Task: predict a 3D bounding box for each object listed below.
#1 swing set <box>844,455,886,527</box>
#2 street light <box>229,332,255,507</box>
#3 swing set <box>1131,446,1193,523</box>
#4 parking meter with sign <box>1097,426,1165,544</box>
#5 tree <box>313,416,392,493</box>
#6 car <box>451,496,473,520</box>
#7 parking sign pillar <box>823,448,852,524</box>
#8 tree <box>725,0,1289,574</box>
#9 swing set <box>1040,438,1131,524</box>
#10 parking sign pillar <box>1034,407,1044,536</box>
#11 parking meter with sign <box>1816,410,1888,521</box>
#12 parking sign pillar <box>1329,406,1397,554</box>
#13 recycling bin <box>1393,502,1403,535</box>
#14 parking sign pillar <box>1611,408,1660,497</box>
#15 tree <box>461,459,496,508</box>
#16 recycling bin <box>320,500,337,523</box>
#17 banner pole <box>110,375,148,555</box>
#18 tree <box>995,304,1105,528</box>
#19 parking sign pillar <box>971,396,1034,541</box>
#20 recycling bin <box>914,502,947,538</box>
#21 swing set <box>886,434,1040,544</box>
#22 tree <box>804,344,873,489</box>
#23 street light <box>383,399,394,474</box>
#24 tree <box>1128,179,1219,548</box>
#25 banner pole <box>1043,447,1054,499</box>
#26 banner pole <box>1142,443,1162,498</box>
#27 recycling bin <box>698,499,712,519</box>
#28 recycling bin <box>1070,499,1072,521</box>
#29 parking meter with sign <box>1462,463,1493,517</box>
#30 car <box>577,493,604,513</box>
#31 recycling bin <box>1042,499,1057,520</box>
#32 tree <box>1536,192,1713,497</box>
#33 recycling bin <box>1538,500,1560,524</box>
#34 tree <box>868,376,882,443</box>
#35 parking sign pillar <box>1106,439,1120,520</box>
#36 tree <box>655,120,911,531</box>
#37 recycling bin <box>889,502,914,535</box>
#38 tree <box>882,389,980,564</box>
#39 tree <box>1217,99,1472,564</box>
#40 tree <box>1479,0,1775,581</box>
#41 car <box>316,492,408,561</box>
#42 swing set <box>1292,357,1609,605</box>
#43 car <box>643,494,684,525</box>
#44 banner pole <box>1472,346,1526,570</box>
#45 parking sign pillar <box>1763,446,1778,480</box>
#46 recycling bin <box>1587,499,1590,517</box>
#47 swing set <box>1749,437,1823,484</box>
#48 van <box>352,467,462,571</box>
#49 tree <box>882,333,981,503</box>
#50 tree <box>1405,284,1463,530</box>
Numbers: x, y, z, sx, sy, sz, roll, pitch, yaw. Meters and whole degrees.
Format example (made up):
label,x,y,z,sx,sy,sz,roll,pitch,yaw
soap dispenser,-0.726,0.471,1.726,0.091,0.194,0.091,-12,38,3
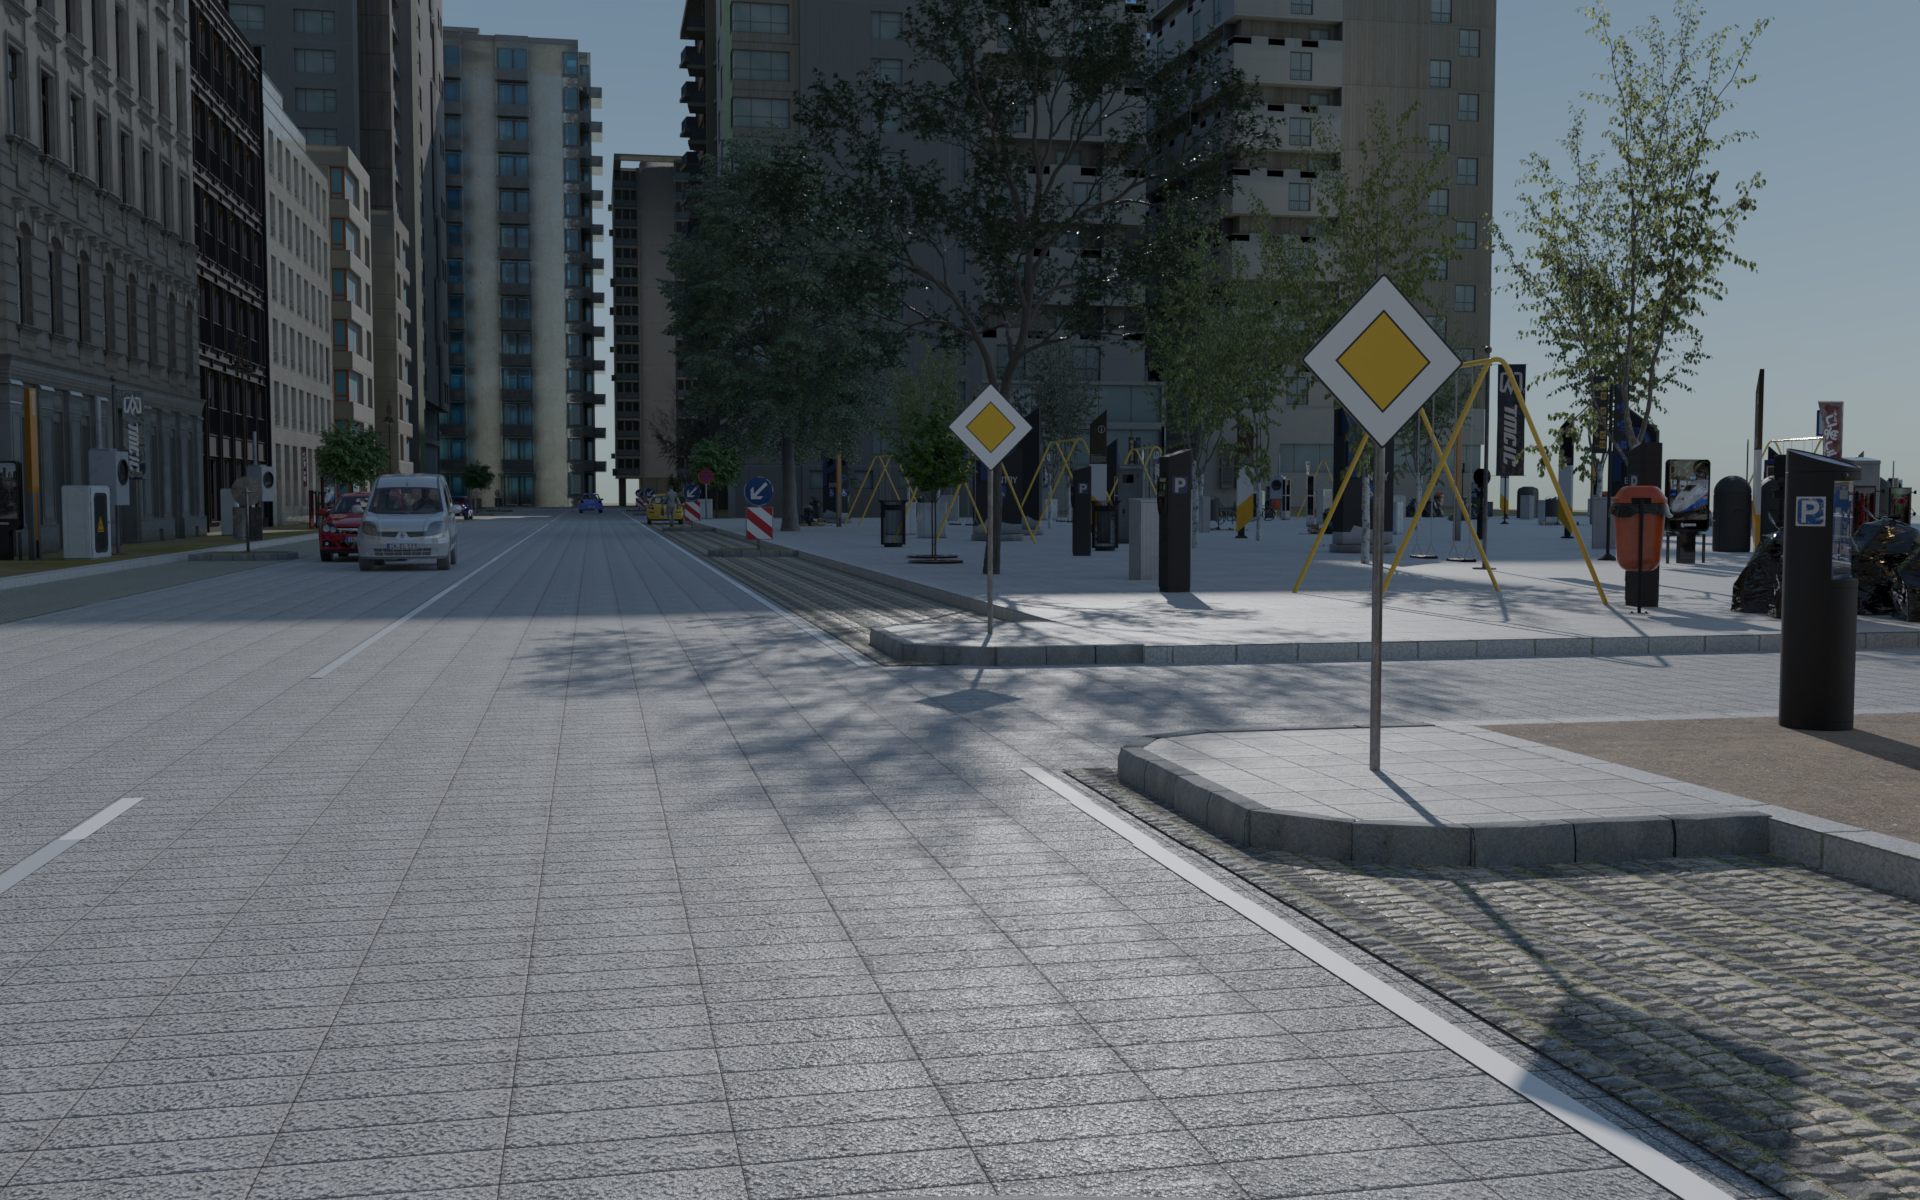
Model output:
label,x,y,z,sx,sy,sz,roll,pitch,yaw
swing set,-3.041,-4.412,69.749,2.862,2.851,3.119,-1,4,-15
street light,-20.458,-4.690,49.468,0.468,5.910,1.993,-1,4,-12
swing set,6.208,-3.692,57.992,2.862,2.851,3.119,-1,4,-9
parking meter with sign,4.419,-2.969,44.802,1.738,3.016,0.543,1,4,9
tree,-25.485,-5.431,72.511,4.285,4.588,4.351,0,3,0
car,-28.217,-5.146,96.722,1.945,1.354,3.894,-1,4,-11
parking sign pillar,-5.462,-5.341,75.802,1.447,3.967,1.447,-3,5,-40
tree,0.524,-5.669,27.098,8.767,10.594,7.601,0,4,-7
swing set,3.032,-3.207,50.062,2.862,2.851,3.119,-1,4,-12
parking sign pillar,1.892,-4.011,54.054,1.447,3.967,1.447,1,4,16
parking meter with sign,18.629,-2.420,35.823,1.738,3.016,0.543,-1,4,-11
parking sign pillar,8.841,-3.025,37.923,1.447,3.967,1.447,-1,4,-21
recycling bin,13.646,-2.600,55.071,0.722,1.027,0.722,2,4,30
parking sign pillar,19.416,-3.754,49.850,1.447,3.967,1.447,-2,4,-34
tree,-45.220,-10.929,162.401,4.285,4.588,4.351,0,3,0
recycling bin,-27.345,-3.836,75.272,0.722,1.027,0.722,-2,4,-35
banner pole,-17.682,-2.859,36.761,0.401,3.779,0.863,3,5,42
tree,3.244,-6.959,64.146,4.360,8.622,3.978,0,3,0
parking sign pillar,1.027,-3.617,47.602,1.447,3.967,1.447,-1,4,-17
recycling bin,-0.820,-2.320,50.486,0.722,1.027,0.722,-1,4,-18
swing set,0.034,-2.893,44.921,2.862,2.851,3.119,-2,4,-23
tree,-6.173,-7.970,80.669,4.360,8.622,3.978,0,3,0
street light,-27.844,-6.839,84.600,0.468,5.910,1.993,-1,4,-12
tree,5.646,-5.517,40.558,4.737,8.622,4.395,0,3,0
banner pole,4.685,-6.154,90.630,0.863,3.779,0.401,-2,4,-24
banner pole,9.459,-5.771,84.380,0.863,3.779,0.401,-1,4,-9
recycling bin,-12.995,-4.629,88.238,0.722,1.027,0.722,-1,4,-10
recycling bin,5.617,-4.254,82.113,0.722,1.027,0.722,1,4,19
parking meter with sign,29.153,-6.200,97.632,1.738,3.016,0.543,0,4,2
car,-27.762,-7.377,130.199,1.945,1.707,3.694,-1,4,-13
recycling bin,4.297,-4.417,84.771,0.722,1.027,0.722,-2,4,-27
tree,16.241,-5.685,43.313,4.737,8.622,4.395,0,3,0
recycling bin,25.752,-3.863,75.721,0.722,1.027,0.722,0,4,-2
tree,-2.682,-8.346,86.814,4.737,8.622,4.395,0,3,0
parking sign pillar,7.176,-5.886,84.705,1.447,3.967,1.447,2,4,32
tree,-5.848,-9.354,59.593,9.857,13.997,8.962,0,3,0
recycling bin,-1.845,-2.539,54.066,0.722,1.027,0.722,2,4,32
tree,-0.569,-2.290,32.044,1.663,3.219,1.824,0,3,0
tree,7.247,-4.976,31.725,4.737,8.622,4.395,0,3,0
tree,9.892,-4.596,25.503,4.360,8.622,3.978,0,3,0
car,-13.048,-1.793,38.358,2.155,1.783,4.494,-1,4,-13
swing set,5.901,-1.450,21.321,2.862,2.851,3.119,0,4,-8
car,-14.050,-4.417,82.445,2.015,1.641,3.980,-1,4,-10
banner pole,9.166,-2.407,29.379,0.863,3.779,0.401,0,4,8
parking sign pillar,45.822,-6.662,97.391,1.447,3.967,1.447,-1,4,-19
recycling bin,35.831,-5.211,97.746,0.722,1.027,0.722,1,4,14
swing set,23.691,-3.138,48.918,2.862,2.851,3.119,0,4,-2
van,-10.745,-1.638,33.795,2.013,2.044,4.112,-1,4,-14
tree,-0.992,-7.663,75.660,4.737,8.622,4.395,0,3,0
tree,16.466,-6.778,61.177,4.360,8.622,3.978,0,3,0
